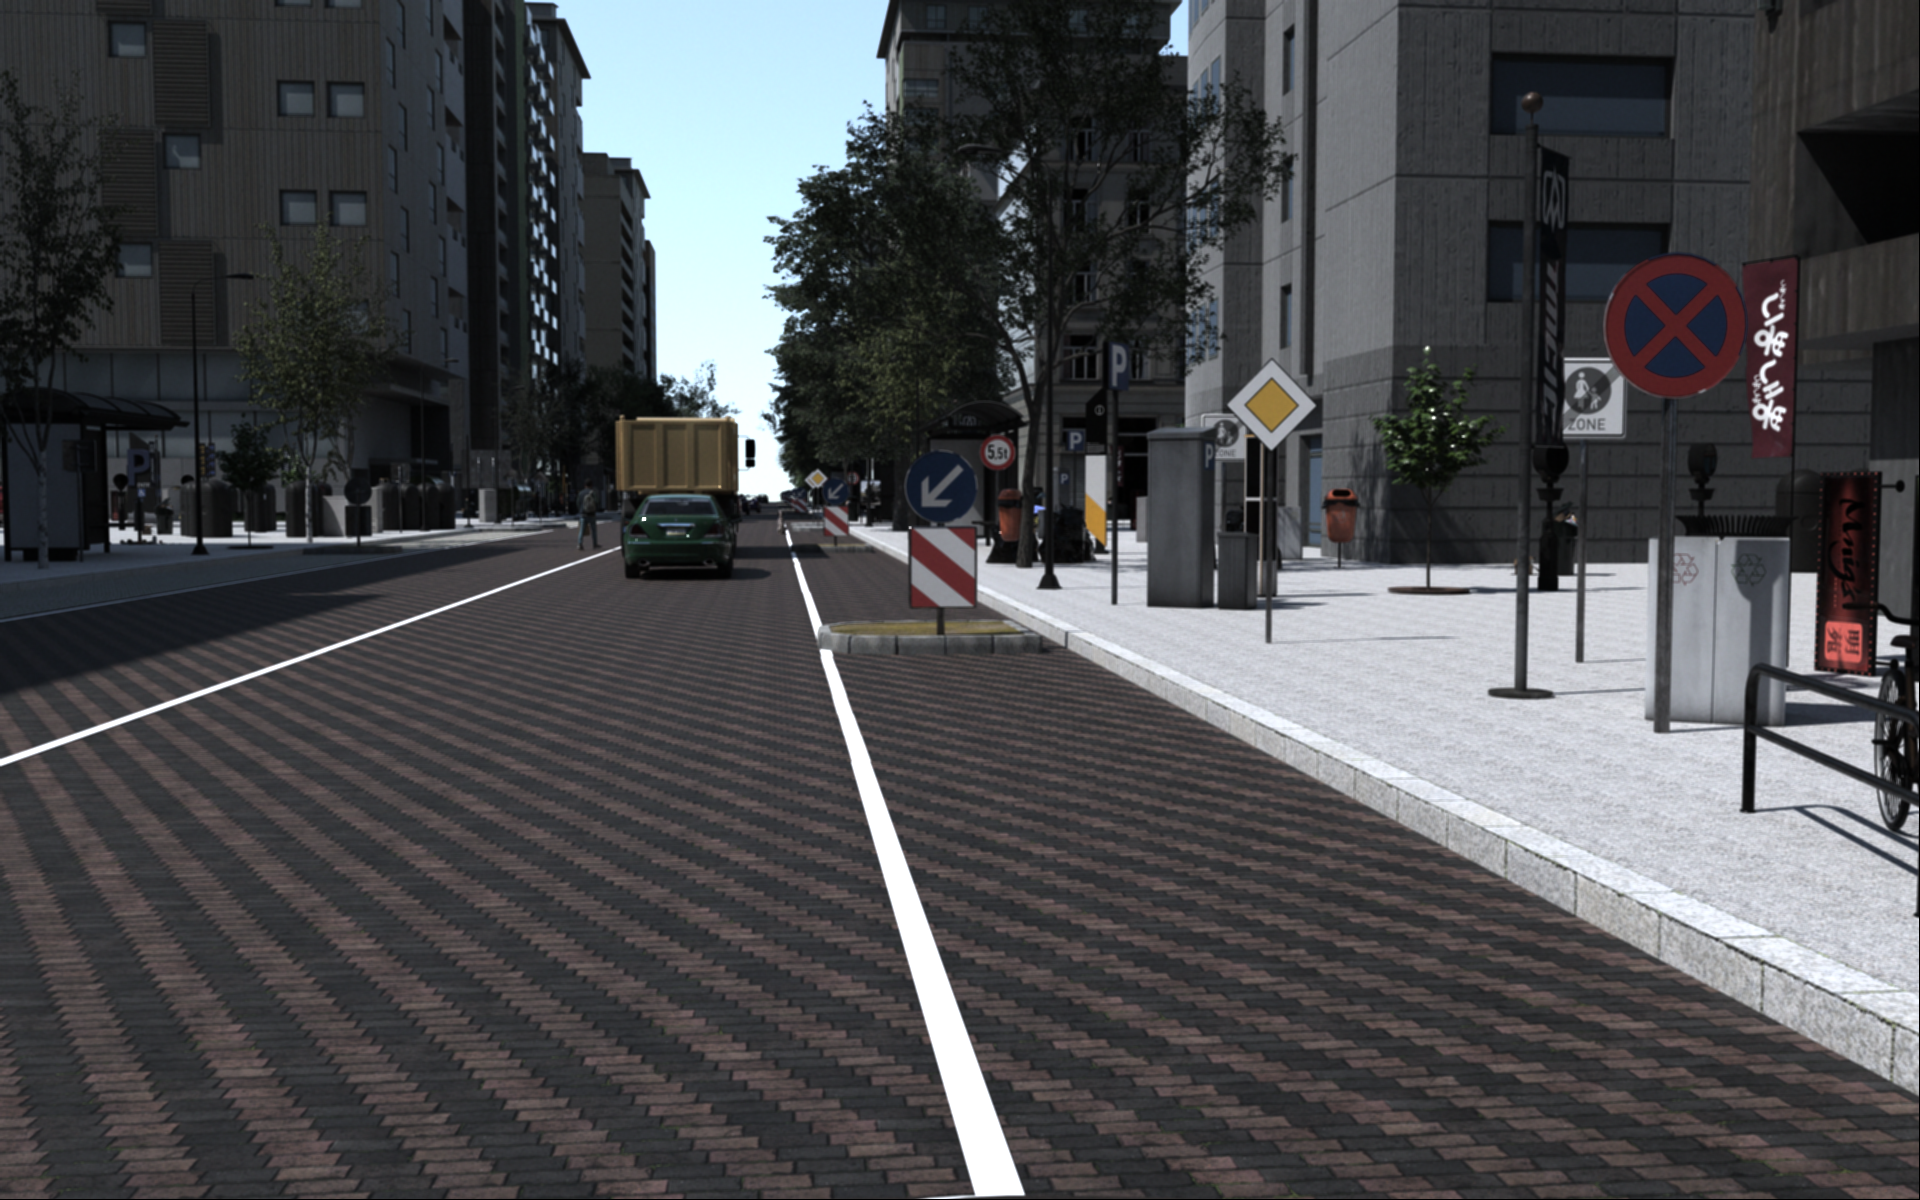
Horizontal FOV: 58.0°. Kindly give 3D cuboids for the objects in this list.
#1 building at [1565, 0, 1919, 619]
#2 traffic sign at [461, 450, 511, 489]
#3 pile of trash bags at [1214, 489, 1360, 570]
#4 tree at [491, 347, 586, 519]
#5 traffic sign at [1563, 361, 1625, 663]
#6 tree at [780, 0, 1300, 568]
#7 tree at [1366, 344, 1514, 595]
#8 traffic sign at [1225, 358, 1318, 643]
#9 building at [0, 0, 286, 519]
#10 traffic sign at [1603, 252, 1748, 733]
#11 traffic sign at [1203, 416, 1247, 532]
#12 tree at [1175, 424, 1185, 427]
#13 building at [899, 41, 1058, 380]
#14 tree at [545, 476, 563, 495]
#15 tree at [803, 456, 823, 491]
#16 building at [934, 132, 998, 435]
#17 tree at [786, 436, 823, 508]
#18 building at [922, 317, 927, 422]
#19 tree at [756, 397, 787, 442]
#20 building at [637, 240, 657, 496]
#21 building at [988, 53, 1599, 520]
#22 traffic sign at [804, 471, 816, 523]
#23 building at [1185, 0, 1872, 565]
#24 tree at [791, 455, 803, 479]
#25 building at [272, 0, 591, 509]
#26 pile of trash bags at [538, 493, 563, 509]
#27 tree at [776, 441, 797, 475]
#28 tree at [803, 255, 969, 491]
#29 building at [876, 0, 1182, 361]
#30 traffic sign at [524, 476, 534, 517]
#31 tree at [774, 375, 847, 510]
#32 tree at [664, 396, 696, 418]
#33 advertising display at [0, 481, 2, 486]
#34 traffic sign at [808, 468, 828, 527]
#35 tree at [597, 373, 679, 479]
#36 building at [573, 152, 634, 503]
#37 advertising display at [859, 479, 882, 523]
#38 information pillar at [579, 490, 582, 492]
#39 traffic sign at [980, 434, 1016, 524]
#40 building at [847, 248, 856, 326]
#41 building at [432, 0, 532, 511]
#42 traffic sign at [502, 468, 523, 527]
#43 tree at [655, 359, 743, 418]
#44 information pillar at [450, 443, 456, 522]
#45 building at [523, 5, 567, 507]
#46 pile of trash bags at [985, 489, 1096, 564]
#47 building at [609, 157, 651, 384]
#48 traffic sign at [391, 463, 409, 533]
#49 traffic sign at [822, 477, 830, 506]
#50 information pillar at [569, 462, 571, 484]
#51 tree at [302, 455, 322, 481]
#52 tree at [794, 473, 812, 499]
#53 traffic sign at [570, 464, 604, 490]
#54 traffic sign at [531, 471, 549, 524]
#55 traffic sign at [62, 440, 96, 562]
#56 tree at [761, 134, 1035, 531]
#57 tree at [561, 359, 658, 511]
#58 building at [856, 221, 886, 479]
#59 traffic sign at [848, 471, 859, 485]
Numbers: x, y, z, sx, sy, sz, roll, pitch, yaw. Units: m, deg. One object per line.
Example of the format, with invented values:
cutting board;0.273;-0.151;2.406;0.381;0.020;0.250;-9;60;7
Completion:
building;15.270;-14.894;15.225;14.160;30.474;14.107;0;4;-6
traffic sign;-21.767;-5.245;79.626;2.265;3.308;0.079;0;4;-2
pile of trash bags;5.164;-1.241;30.042;3.447;1.369;1.912;1;4;10
tree;-21.930;-8.416;87.970;4.360;8.622;3.978;0;3;0
traffic sign;4.718;-0.672;13.119;0.606;2.300;0.079;0;4;-2
tree;1.165;-5.815;29.487;8.767;10.594;7.601;-1;4;-11
tree;6.034;-1.710;22.560;1.663;3.219;1.824;0;3;0
traffic sign;2.652;-0.835;14.831;0.795;2.450;0.064;0;4;-4
building;-43.801;-31.130;98.215;28.713;52.752;27.495;0;4;-6
traffic sign;3.776;-0.559;9.243;0.768;2.556;0.104;0;4;-1
traffic sign;3.395;-1.234;22.298;0.606;2.300;0.079;0;4;-6
tree;9.360;-4.864;63.238;4.285;4.588;4.351;0;3;0
building;1.270;-29.193;160.899;14.154;41.232;14.086;0;4;-6
tree;-34.190;-9.334;147.218;1.663;3.219;1.824;0;3;0
tree;-11.512;-11.897;144.870;4.360;8.622;3.978;0;3;0
building;5.492;-20.385;120.682;14.401;28.519;23.554;0;4;-6
tree;-12.802;-14.595;164.380;9.928;11.665;9.643;0;3;0
building;2.072;-16.971;142.107;10.561;19.102;19.286;0;4;-6
tree;-25.559;-25.373;270.742;12.611;20.169;13.585;0;3;0
building;-59.016;-39.405;294.382;14.600;45.320;14.200;0;4;-6
building;17.026;-15.895;93.161;30.059;22.955;16.112;0;4;-6
traffic sign;-6.407;-4.405;75.671;0.795;2.450;0.064;0;4;-6
building;16.763;-30.749;44.753;21.231;58.520;28.212;0;4;-6
tree;-18.104;-15.946;211.082;4.737;8.622;4.395;0;3;0
building;-56.112;-36.786;190.682;28.713;52.752;27.495;0;4;-6
pile of trash bags;-31.353;-7.398;130.717;3.447;1.369;1.912;0;4;2
tree;-27.016;-23.441;293.636;12.009;13.543;11.850;0;3;0
tree;-1.519;-6.235;52.311;4.737;8.622;4.395;0;3;0
building;6.410;-36.252;181.966;28.713;52.752;27.495;0;4;-6
traffic sign;-23.766;-5.705;95.405;0.606;2.300;0.079;0;4;1
tree;-10.795;-13.355;136.474;7.486;12.596;7.792;0;3;0
tree;-32.550;-16.468;187.372;7.486;12.596;7.792;0;3;0
advertising display;-46.487;-4.788;83.494;0.123;1.923;0.974;0;4;0
traffic sign;-5.555;-3.920;67.732;0.795;2.450;0.064;0;4;-6
tree;-29.967;-15.137;164.497;9.611;12.733;9.660;0;3;0
building;-58.315;-38.182;247.984;21.300;48.544;21.600;0;4;-6
advertising display;-3.910;-4.321;75.858;0.974;1.923;0.123;1;4;8
information pillar;-32.592;-8.800;148.371;0.304;2.012;0.304;3;4;37
traffic sign;0.804;-2.258;37.022;0.768;2.556;0.104;0;4;1
building;-7.903;-41.352;295.709;23.786;49.044;30.456;0;4;-6
building;-41.020;-27.419;131.895;14.154;41.232;14.086;0;4;-6
traffic sign;-17.185;-3.845;66.510;0.795;2.450;0.064;0;4;-6
tree;-36.836;-23.601;241.766;12.611;20.169;13.585;0;3;0
information pillar;-23.082;-5.345;78.751;0.183;3.616;0.504;-1;4;-12
building;-50.078;-33.162;161.803;23.786;49.044;30.456;0;4;-6
pile of trash bags;1.354;-1.364;32.058;1.912;1.369;3.447;1;4;17
building;-63.774;-41.803;272.720;28.713;52.752;27.495;0;4;-6
traffic sign;-18.544;-3.380;57.388;0.606;2.300;0.079;0;4;-2
traffic sign;-9.695;-7.686;125.776;0.768;2.556;0.104;0;4;-6
information pillar;-28.224;-8.250;126.248;0.504;3.616;0.183;-2;4;-32
tree;-28.679;-4.913;74.932;1.663;3.219;1.824;0;3;0
tree;-21.024;-15.525;237.554;4.285;4.588;4.351;0;3;0
traffic sign;-25.477;-7.616;118.387;2.265;3.308;0.079;0;4;-1
traffic sign;-18.037;-4.331;74.449;0.795;2.450;0.064;0;4;-6
traffic sign;-16.611;-1.869;32.683;0.606;2.300;0.079;0;4;-3
tree;-2.150;-9.389;60.163;9.857;13.997;8.962;0;3;0
tree;-26.830;-12.752;134.250;9.928;11.665;9.643;0;3;0
building;-8.465;-35.139;258.120;14.154;41.232;14.086;0;4;-6
traffic sign;-6.038;-5.947;97.346;0.768;2.556;0.104;0;4;2
